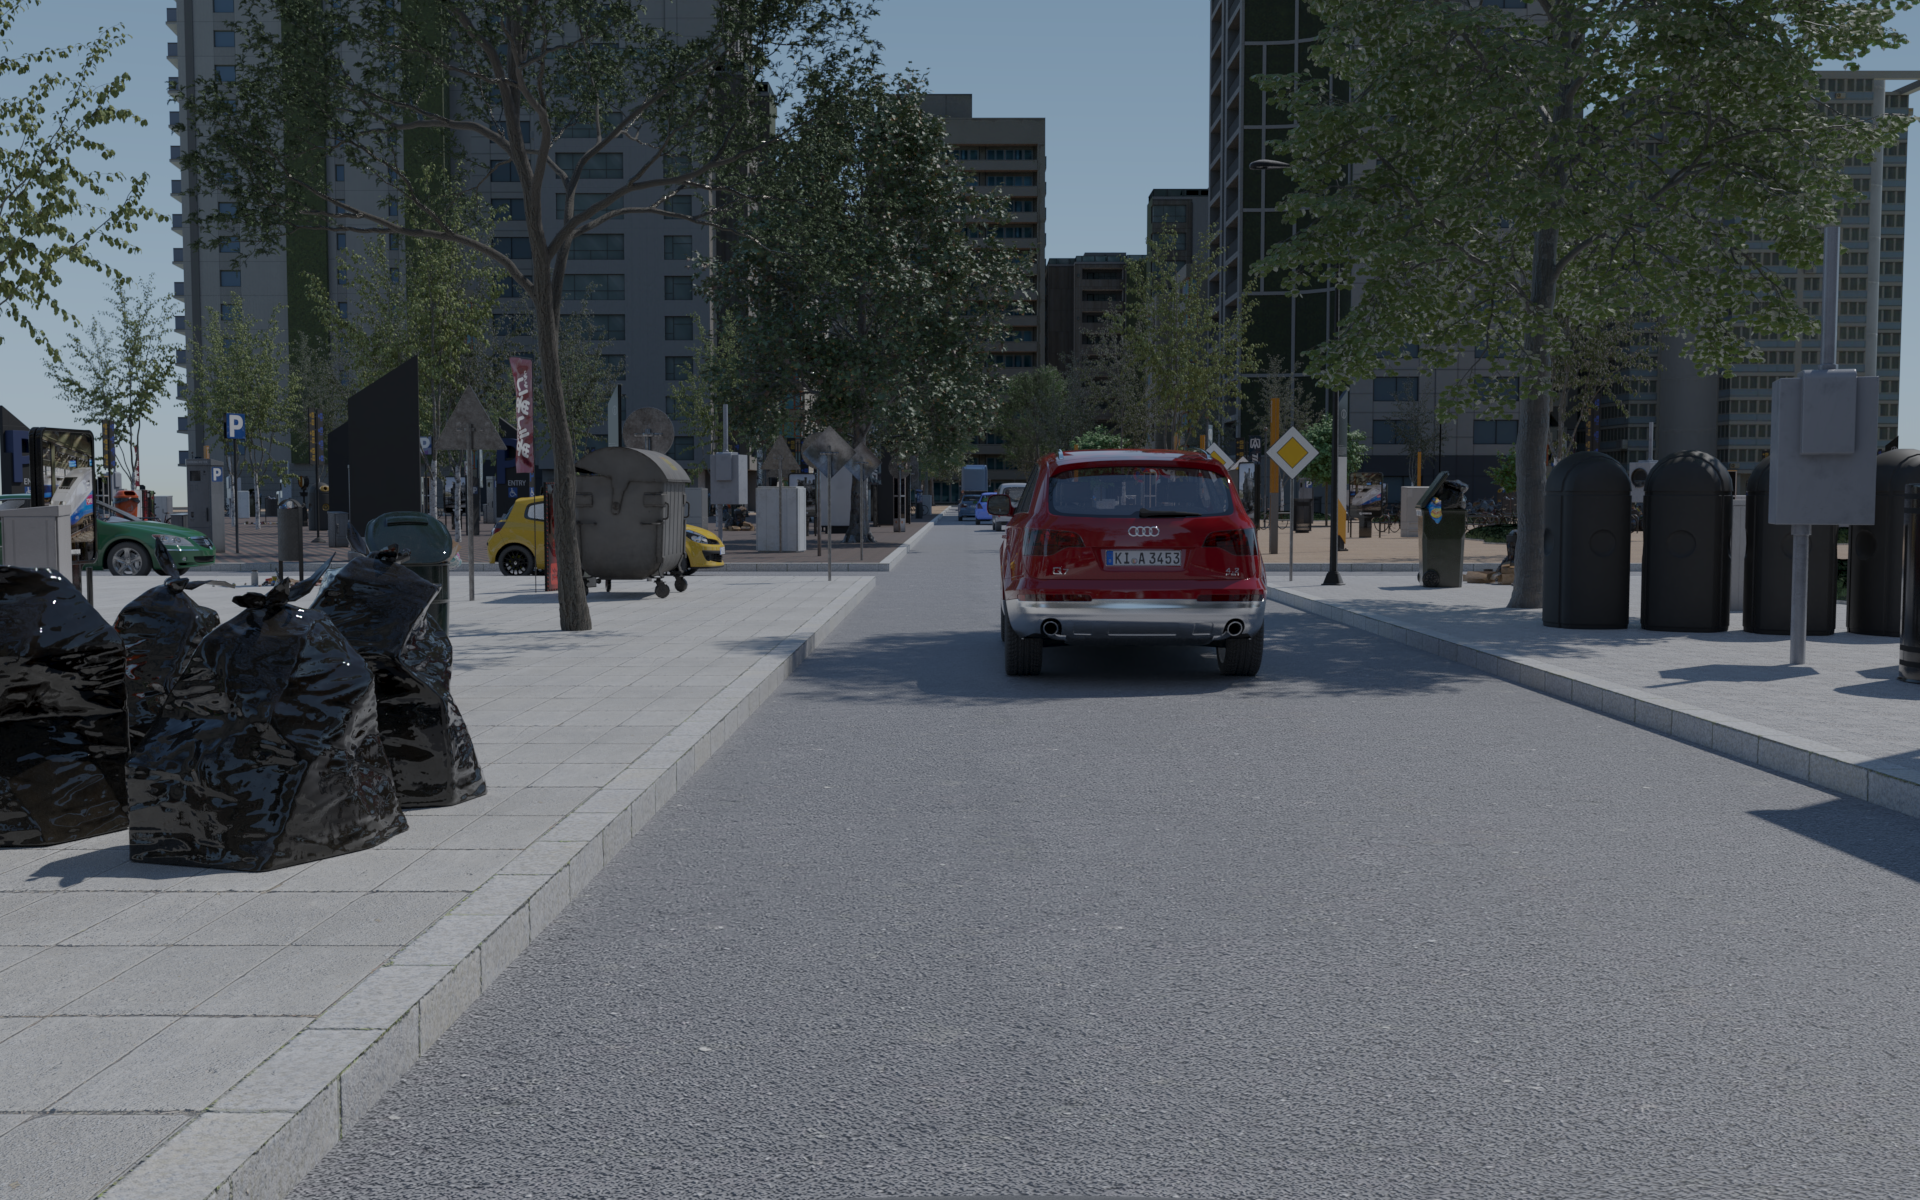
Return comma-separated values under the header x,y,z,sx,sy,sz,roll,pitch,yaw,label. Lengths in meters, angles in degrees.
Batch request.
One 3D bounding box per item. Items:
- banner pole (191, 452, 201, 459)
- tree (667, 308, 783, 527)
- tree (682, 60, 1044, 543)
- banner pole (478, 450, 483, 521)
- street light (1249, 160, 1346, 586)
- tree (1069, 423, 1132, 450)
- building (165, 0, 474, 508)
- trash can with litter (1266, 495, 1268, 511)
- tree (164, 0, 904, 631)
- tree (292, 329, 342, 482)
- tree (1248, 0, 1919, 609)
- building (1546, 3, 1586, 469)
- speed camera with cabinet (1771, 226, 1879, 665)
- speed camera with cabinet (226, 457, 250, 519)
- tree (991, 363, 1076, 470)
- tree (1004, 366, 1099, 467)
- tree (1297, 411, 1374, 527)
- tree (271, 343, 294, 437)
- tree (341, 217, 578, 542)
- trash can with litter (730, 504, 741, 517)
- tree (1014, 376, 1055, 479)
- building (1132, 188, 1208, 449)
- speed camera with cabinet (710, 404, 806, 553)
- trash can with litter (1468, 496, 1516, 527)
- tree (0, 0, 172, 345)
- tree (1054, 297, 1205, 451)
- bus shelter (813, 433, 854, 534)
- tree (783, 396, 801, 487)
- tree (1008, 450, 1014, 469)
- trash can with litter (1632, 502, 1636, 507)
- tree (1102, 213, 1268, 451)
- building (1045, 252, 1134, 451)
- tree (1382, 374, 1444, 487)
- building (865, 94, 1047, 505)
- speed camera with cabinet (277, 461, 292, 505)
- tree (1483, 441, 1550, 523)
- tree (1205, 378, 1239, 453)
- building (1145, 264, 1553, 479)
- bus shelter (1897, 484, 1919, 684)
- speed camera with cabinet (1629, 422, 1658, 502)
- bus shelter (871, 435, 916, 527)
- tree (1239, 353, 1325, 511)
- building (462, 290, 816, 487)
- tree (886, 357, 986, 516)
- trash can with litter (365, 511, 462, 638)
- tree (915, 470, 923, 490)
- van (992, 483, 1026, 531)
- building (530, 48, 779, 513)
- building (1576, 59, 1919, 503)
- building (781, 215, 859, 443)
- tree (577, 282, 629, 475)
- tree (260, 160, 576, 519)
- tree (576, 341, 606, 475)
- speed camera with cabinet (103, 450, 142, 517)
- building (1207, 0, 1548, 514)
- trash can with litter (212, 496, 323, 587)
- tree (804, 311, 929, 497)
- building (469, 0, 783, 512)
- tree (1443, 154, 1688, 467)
x,y,z,sx,sy,sz,roll,pitch,yaw,label
-45.022,-6.856,102.113,0.401,3.779,0.863,2,4,27,banner pole
-9.459,-7.155,67.349,4.737,8.622,4.395,0,3,0,tree
-2.642,-7.868,45.653,9.611,12.733,9.660,0,3,0,tree
-22.563,-5.595,81.492,0.401,3.779,0.863,-2,4,-30,banner pole
4.723,-3.163,24.251,1.470,5.913,1.316,0,4,0,street light
6.458,-5.912,80.375,4.285,4.588,4.351,0,3,0,tree
-57.240,-37.947,162.435,28.212,58.520,21.231,0,4,0,building
16.699,-5.128,94.892,1.678,1.210,2.233,0,4,4,trash can with litter
-3.960,-4.996,16.095,7.601,10.594,8.767,1,4,9,tree
-19.256,-6.554,57.520,4.360,8.622,3.978,0,3,0,tree
6.846,-6.190,19.331,7.486,12.596,7.792,0,3,0,tree
46.014,-32.923,161.996,21.600,48.544,21.300,0,4,0,building
7.171,-1.134,12.877,2.038,3.252,0.660,1,4,19,speed camera with cabinet
-38.211,-5.952,91.658,0.660,3.252,2.038,-3,4,-39,speed camera with cabinet
5.922,-12.921,137.021,9.928,11.665,9.643,0,3,0,tree
6.105,-11.679,125.369,8.767,10.594,7.601,-1,4,-22,tree
14.581,-5.178,68.374,4.285,4.588,4.351,0,3,0,tree
-28.837,-7.788,77.690,4.360,8.622,3.978,0,3,0,tree
-13.371,-5.877,46.455,4.360,8.622,3.978,0,3,0,tree
-11.969,-4.972,92.671,0.624,1.170,1.055,1,4,14,trash can with litter
5.473,-8.300,86.075,4.360,8.622,3.978,0,3,0,tree
24.640,-24.120,166.057,14.160,30.474,14.107,0,4,0,building
-4.455,-2.686,38.259,2.038,3.252,0.660,1,4,14,speed camera with cabinet
20.783,-3.409,66.797,2.233,1.210,1.678,2,4,25,trash can with litter
-11.465,-4.238,19.662,4.737,8.622,4.395,0,3,0,tree
6.426,-7.032,65.327,4.360,8.622,3.978,0,3,0,tree
-3.995,-3.965,58.759,2.014,3.302,5.546,0,3,0,bus shelter
-10.098,-8.458,88.644,4.737,8.622,4.395,0,3,0,tree
6.830,-12.604,156.432,4.360,8.622,3.978,0,3,0,tree
42.036,-5.926,108.277,0.624,1.170,1.055,2,4,27,trash can with litter
5.952,-5.877,46.455,4.737,8.622,4.395,0,3,0,tree
17.323,-26.802,209.911,14.107,30.474,14.160,0,4,0,building
28.129,-9.557,106.625,4.360,8.622,3.978,0,3,0,tree
-0.533,-36.066,213.374,21.600,48.544,21.300,0,4,0,building
-40.995,-6.769,105.006,0.660,3.252,2.038,-2,4,-30,speed camera with cabinet
20.423,-4.233,63.810,1.663,3.219,1.824,0,3,0,tree
15.168,-9.539,106.322,4.360,8.622,3.978,0,3,0,tree
30.798,-18.316,144.503,27.650,21.520,28.899,0,4,0,building
6.608,-1.839,7.693,2.179,5.291,8.768,0,4,0,bus shelter
18.494,-3.296,48.220,0.660,3.252,2.038,-2,4,-31,speed camera with cabinet
-2.634,-4.864,70.806,1.731,3.624,6.357,0,4,0,bus shelter
16.867,-8.556,90.249,4.360,8.622,3.978,0,3,0,tree
-27.652,-19.295,160.506,28.899,21.520,27.650,0,4,0,building
-2.157,-12.063,115.356,7.486,12.596,7.792,0,3,0,tree
-3.371,0.033,10.848,0.624,1.170,1.055,-2,4,-24,trash can with litter
-3.258,-11.394,136.655,4.737,8.622,4.395,0,3,0,tree
2.141,-3.721,67.848,2.013,2.044,4.112,0,4,-1,van
-19.921,-21.061,116.043,14.160,30.474,14.107,0,4,0,building
68.799,-28.477,157.480,23.993,40.220,32.217,0,4,0,building
-23.318,-32.233,218.894,23.993,40.220,32.217,0,4,0,building
-12.698,-6.469,56.133,4.360,8.622,3.978,0,3,0,tree
-11.753,-5.345,37.748,4.737,8.622,4.395,0,3,0,tree
-18.078,-7.907,79.645,4.737,8.622,4.395,0,3,0,tree
-35.360,-4.811,72.996,0.660,3.252,2.038,0,4,7,speed camera with cabinet
26.457,-41.567,117.880,20.563,71.187,20.611,0,4,0,building
-9.183,-0.797,24.082,2.233,1.210,1.678,3,4,36,trash can with litter
-3.741,-6.965,64.237,4.360,8.622,3.978,0,3,0,tree
-24.371,-42.440,132.138,20.563,71.187,20.611,0,4,0,building
12.829,-5.257,36.320,4.360,8.622,3.978,0,3,0,tree
